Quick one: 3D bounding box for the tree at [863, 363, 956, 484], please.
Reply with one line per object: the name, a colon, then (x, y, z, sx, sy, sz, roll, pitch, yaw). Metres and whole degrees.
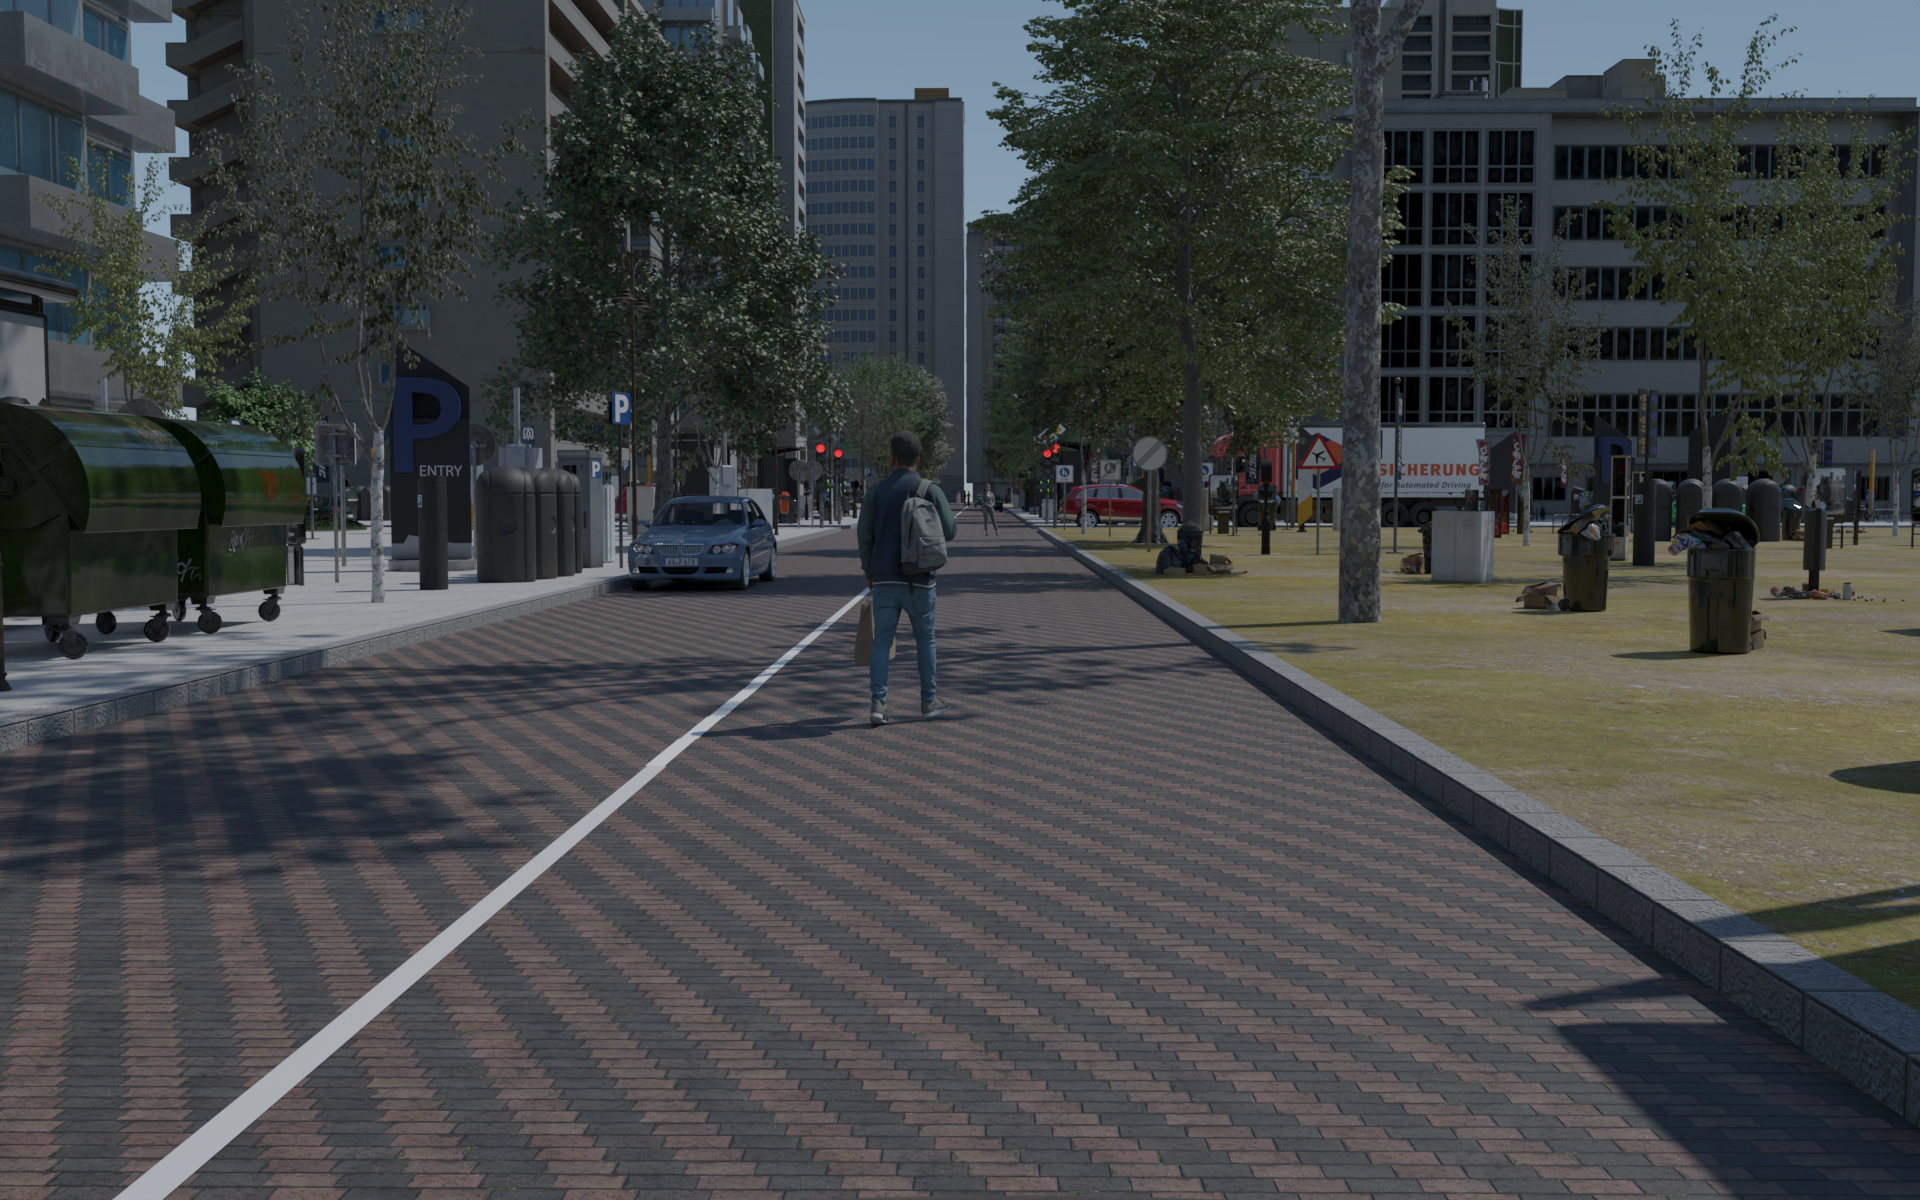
tree: (-4.997, -16.118, 170.180, 9.857, 13.997, 8.962, 0, 3, 0)

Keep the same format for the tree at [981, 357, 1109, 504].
tree: (5.092, -10.042, 98.601, 7.601, 10.594, 8.767, 1, 4, 12)

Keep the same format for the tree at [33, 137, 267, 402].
tree: (-17.266, -5.277, 36.641, 4.737, 8.622, 4.395, 0, 3, 0)

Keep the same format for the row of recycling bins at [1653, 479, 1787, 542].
row of recycling bins: (20.440, -2.453, 47.213, 3.534, 1.692, 1.069, 1, 4, 16)

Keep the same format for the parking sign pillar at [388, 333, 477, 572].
parking sign pillar: (-8.900, -2.486, 29.122, 1.447, 3.967, 1.447, -1, 4, -14)

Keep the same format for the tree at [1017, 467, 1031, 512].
tree: (4.951, -7.885, 123.525, 1.663, 3.219, 1.824, 0, 3, 0)

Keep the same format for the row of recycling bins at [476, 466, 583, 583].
row of recycling bins: (-6.550, -1.196, 26.665, 1.069, 1.692, 3.534, 0, 4, 2)

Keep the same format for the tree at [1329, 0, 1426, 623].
tree: (5.345, -9.802, 16.157, 12.611, 20.169, 13.585, 0, 3, 0)

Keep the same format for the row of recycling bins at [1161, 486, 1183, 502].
row of recycling bins: (10.684, -5.000, 88.866, 3.534, 1.692, 1.069, 3, 5, 44)

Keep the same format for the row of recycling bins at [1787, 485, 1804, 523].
row of recycling bins: (37.018, -4.257, 76.721, 1.069, 1.692, 3.534, -3, 4, -37)

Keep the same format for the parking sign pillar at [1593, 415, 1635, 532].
parking sign pillar: (22.401, -4.332, 59.303, 1.447, 3.967, 1.447, 0, 4, -7)

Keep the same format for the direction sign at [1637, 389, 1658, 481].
direction sign: (14.890, -2.787, 37.568, 0.876, 3.537, 0.379, -3, 5, -43)

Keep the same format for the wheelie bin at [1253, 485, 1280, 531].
wheelie bin: (10.730, -3.223, 60.599, 0.980, 1.594, 0.693, 1, 4, 16)

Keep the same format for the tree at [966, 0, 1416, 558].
tree: (3.669, -6.826, 29.737, 7.486, 12.596, 7.792, 0, 3, 0)

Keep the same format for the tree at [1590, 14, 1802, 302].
tree: (12.007, -4.693, 27.093, 4.737, 8.622, 4.395, 0, 3, 0)

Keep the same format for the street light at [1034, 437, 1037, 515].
street light: (4.552, -8.080, 104.901, 0.468, 5.910, 1.993, 0, 4, 1)

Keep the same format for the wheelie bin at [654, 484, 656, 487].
wheelie bin: (-9.569, -2.880, 54.995, 0.693, 1.594, 0.980, -2, 4, -30)

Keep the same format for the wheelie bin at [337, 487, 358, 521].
wheelie bin: (-26.732, -4.133, 75.480, 0.693, 1.594, 0.980, 2, 4, 29)

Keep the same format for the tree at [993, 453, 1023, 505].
tree: (6.187, -15.867, 209.792, 4.737, 8.622, 4.395, 0, 3, 0)

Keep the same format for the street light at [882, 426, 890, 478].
street light: (-4.954, -8.739, 115.674, 0.468, 5.910, 1.993, 0, 4, 1)

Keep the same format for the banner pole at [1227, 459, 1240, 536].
banner pole: (8.286, -3.826, 52.576, 0.401, 3.779, 0.863, 1, 4, 17)

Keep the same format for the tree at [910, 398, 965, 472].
tree: (-4.438, -18.318, 209.873, 12.009, 13.543, 11.850, 0, 3, 0)

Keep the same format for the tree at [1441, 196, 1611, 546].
tree: (13.966, -5.636, 42.516, 4.360, 8.622, 3.978, 0, 3, 0)

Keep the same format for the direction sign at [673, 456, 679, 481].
direction sign: (-17.044, -6.872, 104.362, 0.876, 3.537, 0.379, 2, 4, 29)

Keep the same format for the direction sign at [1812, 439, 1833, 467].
direction sign: (35.618, -4.871, 71.635, 0.876, 3.537, 0.379, 0, 4, -4)

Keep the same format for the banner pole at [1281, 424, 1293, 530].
banner pole: (11.808, -4.407, 62.063, 0.401, 3.779, 0.863, 2, 4, 26)

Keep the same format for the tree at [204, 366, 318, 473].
tree: (-18.057, -3.728, 44.663, 4.285, 4.588, 4.351, 0, 3, 0)

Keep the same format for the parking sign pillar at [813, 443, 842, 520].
parking sign pillar: (-6.715, -6.067, 87.668, 1.447, 3.967, 1.447, 0, 4, 5)

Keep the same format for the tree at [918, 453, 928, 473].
tree: (-4.492, -14.900, 193.973, 4.360, 8.622, 3.978, 0, 3, 0)

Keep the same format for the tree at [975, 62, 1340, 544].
tree: (5.042, -7.819, 44.845, 9.611, 12.733, 9.660, 0, 3, 0)

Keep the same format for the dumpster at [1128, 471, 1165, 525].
dumpster: (7.820, -4.320, 73.132, 1.502, 2.255, 1.985, 0, 4, 1)

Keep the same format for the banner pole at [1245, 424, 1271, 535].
banner pole: (9.264, -3.907, 53.895, 0.863, 3.779, 0.401, 2, 4, 25)

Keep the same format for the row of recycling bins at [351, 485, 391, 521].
row of recycling bins: (-28.713, -4.689, 83.786, 3.534, 1.692, 1.069, 2, 4, 33)

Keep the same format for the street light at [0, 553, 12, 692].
street light: (-6.285, -2.344, 11.114, 0.468, 5.910, 1.993, 0, 4, 1)

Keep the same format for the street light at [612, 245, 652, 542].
street light: (-6.110, -3.646, 32.405, 0.468, 5.910, 1.993, 0, 4, 1)

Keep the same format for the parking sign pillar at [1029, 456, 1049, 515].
parking sign pillar: (5.024, -7.326, 108.244, 1.447, 3.967, 1.447, 1, 4, 15)

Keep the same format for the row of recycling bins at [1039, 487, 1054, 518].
row of recycling bins: (4.846, -5.327, 94.208, 1.069, 1.692, 3.534, 0, 4, 6)

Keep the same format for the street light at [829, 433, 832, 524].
street light: (-5.480, -6.133, 73.065, 0.468, 5.910, 1.993, 0, 4, 1)

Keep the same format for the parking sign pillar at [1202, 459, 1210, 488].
parking sign pillar: (14.067, -6.659, 97.353, 1.447, 3.967, 1.447, 3, 5, 43)

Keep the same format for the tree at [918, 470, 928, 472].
tree: (-4.701, -12.488, 187.886, 4.285, 4.588, 4.351, 0, 3, 0)

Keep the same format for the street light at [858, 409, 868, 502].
street light: (-5.305, -7.443, 94.488, 0.468, 5.910, 1.993, 0, 4, 1)

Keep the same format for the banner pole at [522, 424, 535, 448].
banner pole: (-13.604, -3.921, 54.132, 0.401, 3.779, 0.863, 3, 5, 41)

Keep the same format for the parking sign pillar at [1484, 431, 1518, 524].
parking sign pillar: (23.117, -5.227, 73.929, 1.447, 3.967, 1.447, 2, 4, 30)

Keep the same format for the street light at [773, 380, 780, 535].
street light: (-5.715, -4.950, 53.722, 0.468, 5.910, 1.993, 0, 4, 1)

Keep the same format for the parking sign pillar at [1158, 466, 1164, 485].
parking sign pillar: (15.418, -8.938, 134.614, 1.447, 3.967, 1.447, -1, 4, -19)

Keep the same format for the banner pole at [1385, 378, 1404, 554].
banner pole: (9.492, -2.905, 37.512, 0.401, 3.779, 0.863, 2, 4, 24)

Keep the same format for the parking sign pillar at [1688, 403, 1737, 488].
parking sign pillar: (22.475, -3.871, 51.763, 1.447, 3.967, 1.447, -3, 5, -41)

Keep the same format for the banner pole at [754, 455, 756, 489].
banner pole: (-10.484, -6.139, 90.396, 0.863, 3.779, 0.401, 0, 4, -1)

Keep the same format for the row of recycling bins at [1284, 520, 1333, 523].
row of recycling bins: (15.962, -4.226, 76.201, 3.534, 1.692, 1.069, 2, 4, 31)

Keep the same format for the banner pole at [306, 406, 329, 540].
banner pole: (-18.106, -3.597, 48.827, 0.863, 3.779, 0.401, 1, 4, 20)

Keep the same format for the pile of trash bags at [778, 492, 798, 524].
pile of trash bags: (-7.858, -3.966, 74.603, 1.912, 1.369, 3.447, -1, 4, -19)

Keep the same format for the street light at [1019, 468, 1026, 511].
street light: (4.766, -9.390, 126.316, 0.468, 5.910, 1.993, 0, 4, 1)
